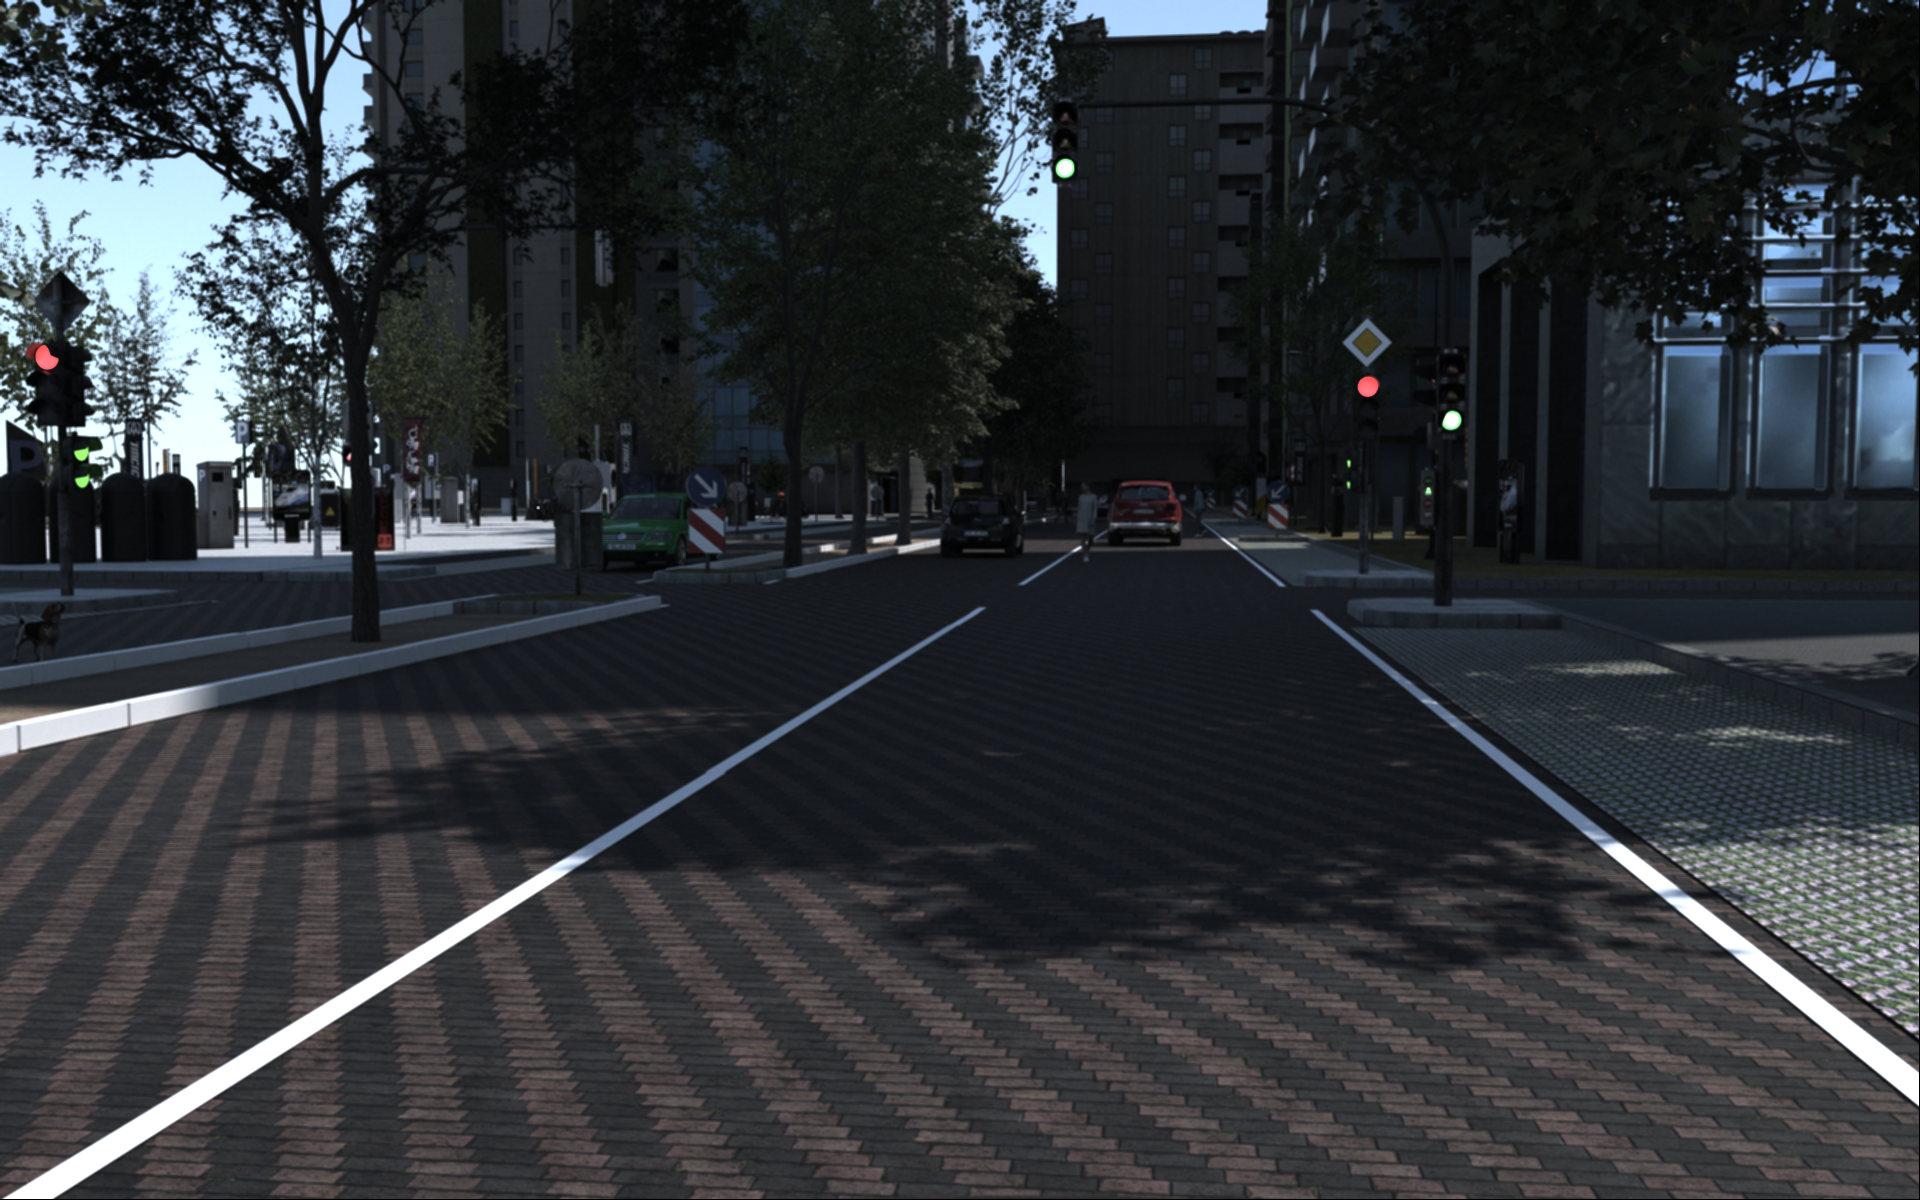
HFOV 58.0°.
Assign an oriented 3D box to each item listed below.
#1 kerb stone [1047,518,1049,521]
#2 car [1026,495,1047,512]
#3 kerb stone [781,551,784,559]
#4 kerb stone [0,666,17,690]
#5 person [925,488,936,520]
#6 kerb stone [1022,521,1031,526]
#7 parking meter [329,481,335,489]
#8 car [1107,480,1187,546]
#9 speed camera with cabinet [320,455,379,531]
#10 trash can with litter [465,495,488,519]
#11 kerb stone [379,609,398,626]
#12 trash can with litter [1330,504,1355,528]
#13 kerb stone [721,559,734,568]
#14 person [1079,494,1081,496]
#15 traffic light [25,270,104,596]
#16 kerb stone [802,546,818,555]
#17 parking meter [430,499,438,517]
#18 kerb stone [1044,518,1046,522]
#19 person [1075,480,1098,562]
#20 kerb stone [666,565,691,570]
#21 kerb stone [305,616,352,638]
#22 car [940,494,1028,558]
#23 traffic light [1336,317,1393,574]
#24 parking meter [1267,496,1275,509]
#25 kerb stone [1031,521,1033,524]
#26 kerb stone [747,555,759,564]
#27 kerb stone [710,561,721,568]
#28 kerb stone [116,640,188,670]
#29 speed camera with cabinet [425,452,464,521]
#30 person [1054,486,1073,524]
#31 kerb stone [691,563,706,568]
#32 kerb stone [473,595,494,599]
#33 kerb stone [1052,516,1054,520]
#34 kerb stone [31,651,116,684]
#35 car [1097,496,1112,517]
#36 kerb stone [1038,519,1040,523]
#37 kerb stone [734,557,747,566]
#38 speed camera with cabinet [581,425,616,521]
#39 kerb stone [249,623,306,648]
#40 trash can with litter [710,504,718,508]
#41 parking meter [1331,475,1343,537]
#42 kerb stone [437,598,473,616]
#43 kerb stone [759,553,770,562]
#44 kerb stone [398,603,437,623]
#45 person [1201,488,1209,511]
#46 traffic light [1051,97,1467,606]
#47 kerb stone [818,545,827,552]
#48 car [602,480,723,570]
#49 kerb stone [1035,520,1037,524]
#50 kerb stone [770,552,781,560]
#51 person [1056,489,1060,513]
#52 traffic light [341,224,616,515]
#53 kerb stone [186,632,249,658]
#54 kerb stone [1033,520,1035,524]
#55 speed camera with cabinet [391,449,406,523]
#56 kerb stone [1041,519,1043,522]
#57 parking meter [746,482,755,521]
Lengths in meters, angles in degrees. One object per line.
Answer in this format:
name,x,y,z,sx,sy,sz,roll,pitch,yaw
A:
kerb stone,4.432,-4.210,91.029,0.120,0.150,1.000,0,4,7
car,6.024,-7.744,139.198,1.945,1.354,3.894,0,4,7
kerb stone,-3.958,-0.992,38.415,0.120,0.150,1.000,0,4,7
kerb stone,-7.057,0.596,12.443,0.120,0.150,1.000,0,4,7
person,-1.664,-5.429,97.690,0.534,1.772,0.576,2,4,27
kerb stone,3.077,-3.525,79.833,0.120,0.150,1.000,0,4,7
parking meter,-28.041,-4.383,77.380,0.255,1.863,0.399,-1,4,-17
car,5.325,-2.499,49.525,2.281,1.827,5.304,0,4,8
speed camera with cabinet,-21.503,-4.066,60.821,2.038,3.252,0.660,-1,4,-10
trash can with litter,-26.807,-5.222,96.442,1.678,1.210,2.233,1,4,9
kerb stone,-6.328,0.223,18.557,0.120,0.150,1.000,0,4,7
trash can with litter,14.453,-3.293,65.231,1.055,1.170,0.624,1,4,12
kerb stone,-4.571,-0.679,33.324,0.120,0.150,1.000,0,4,7
person,10.117,-8.166,145.278,0.557,1.426,1.065,1,4,17
traffic light,-11.272,-2.010,21.778,0.839,4.253,0.868,0,4,7
kerb stone,-3.608,-1.176,41.462,0.120,0.150,1.000,0,4,7
parking meter,-30.122,-5.709,99.055,0.399,1.863,0.255,0,4,2
kerb stone,4.181,-4.085,88.988,0.120,0.150,1.000,0,4,7
person,2.685,-1.693,36.930,0.466,1.731,0.760,0,4,-6
kerb stone,-4.941,-0.493,30.249,0.120,0.150,1.000,0,4,7
kerb stone,-6.454,0.285,17.541,0.120,0.150,1.000,0,4,7
car,0.551,-1.875,40.436,2.009,1.686,4.222,0,4,6
traffic light,6.468,-2.374,27.730,0.839,4.253,0.868,0,4,7
parking meter,15.156,-4.644,84.332,0.372,1.533,0.369,0,3,0
kerb stone,3.205,-3.587,80.850,0.120,0.150,1.000,0,4,7
kerb stone,-4.325,-0.806,35.366,0.120,0.150,1.000,0,4,7
kerb stone,-4.689,-0.618,32.292,0.120,0.150,1.000,0,4,7
kerb stone,-6.814,0.473,14.482,0.120,0.150,1.000,0,4,7
speed camera with cabinet,-24.605,-5.399,82.608,0.660,3.252,2.038,2,4,26
person,5.026,-4.635,84.243,0.822,1.834,0.622,1,4,21
kerb stone,-4.810,-0.553,31.269,0.120,0.150,1.000,0,4,7
kerb stone,-5.970,0.036,21.611,0.120,0.150,1.000,0,4,7
kerb stone,4.907,-4.451,95.096,0.120,0.150,1.000,0,4,7
kerb stone,-6.937,0.534,13.464,0.120,0.150,1.000,0,4,7
car,7.592,-4.892,92.558,1.945,1.354,3.894,0,4,8
kerb stone,3.693,-3.836,84.915,0.120,0.150,1.000,0,4,7
kerb stone,-4.451,-0.740,34.349,0.120,0.150,1.000,0,4,7
speed camera with cabinet,-10.162,-3.326,48.716,0.660,3.252,2.038,0,4,1
kerb stone,-6.570,0.354,16.523,0.120,0.150,1.000,0,4,7
trash can with litter,-9.041,-3.030,60.920,1.055,1.170,0.624,-1,4,-12
parking meter,11.246,-2.809,51.638,0.255,1.863,0.399,0,4,-6
kerb stone,-6.083,0.098,20.595,0.120,0.150,1.000,0,4,7
kerb stone,-4.207,-0.864,36.384,0.120,0.150,1.000,0,4,7
kerb stone,-6.211,0.160,19.581,0.120,0.150,1.000,0,4,7
person,18.604,-7.603,132.439,1.348,1.869,0.705,3,4,37
traffic light,3.435,-2.767,19.907,4.771,5.953,1.251,0,4,7
kerb stone,-3.481,-1.240,42.477,0.120,0.150,1.000,0,4,7
car,-5.893,-1.527,33.765,1.959,1.807,4.718,0,4,7
kerb stone,3.445,-3.711,82.880,0.120,0.150,1.000,0,4,7
kerb stone,-4.085,-0.926,37.399,0.120,0.150,1.000,0,4,7
person,7.547,-7.600,132.846,0.705,1.814,1.350,0,4,-1
traffic light,-8.239,-3.353,29.495,4.771,5.953,1.251,0,4,7
kerb stone,-6.704,0.410,15.498,0.120,0.150,1.000,0,4,7
kerb stone,3.325,-3.650,81.865,0.120,0.150,1.000,0,4,7
speed camera with cabinet,-25.261,-5.077,77.348,0.660,3.252,2.038,-2,4,-34
kerb stone,3.935,-3.954,86.958,0.120,0.150,1.000,0,4,7
parking meter,-9.839,-4.629,81.388,0.399,1.863,0.255,-2,4,-28
